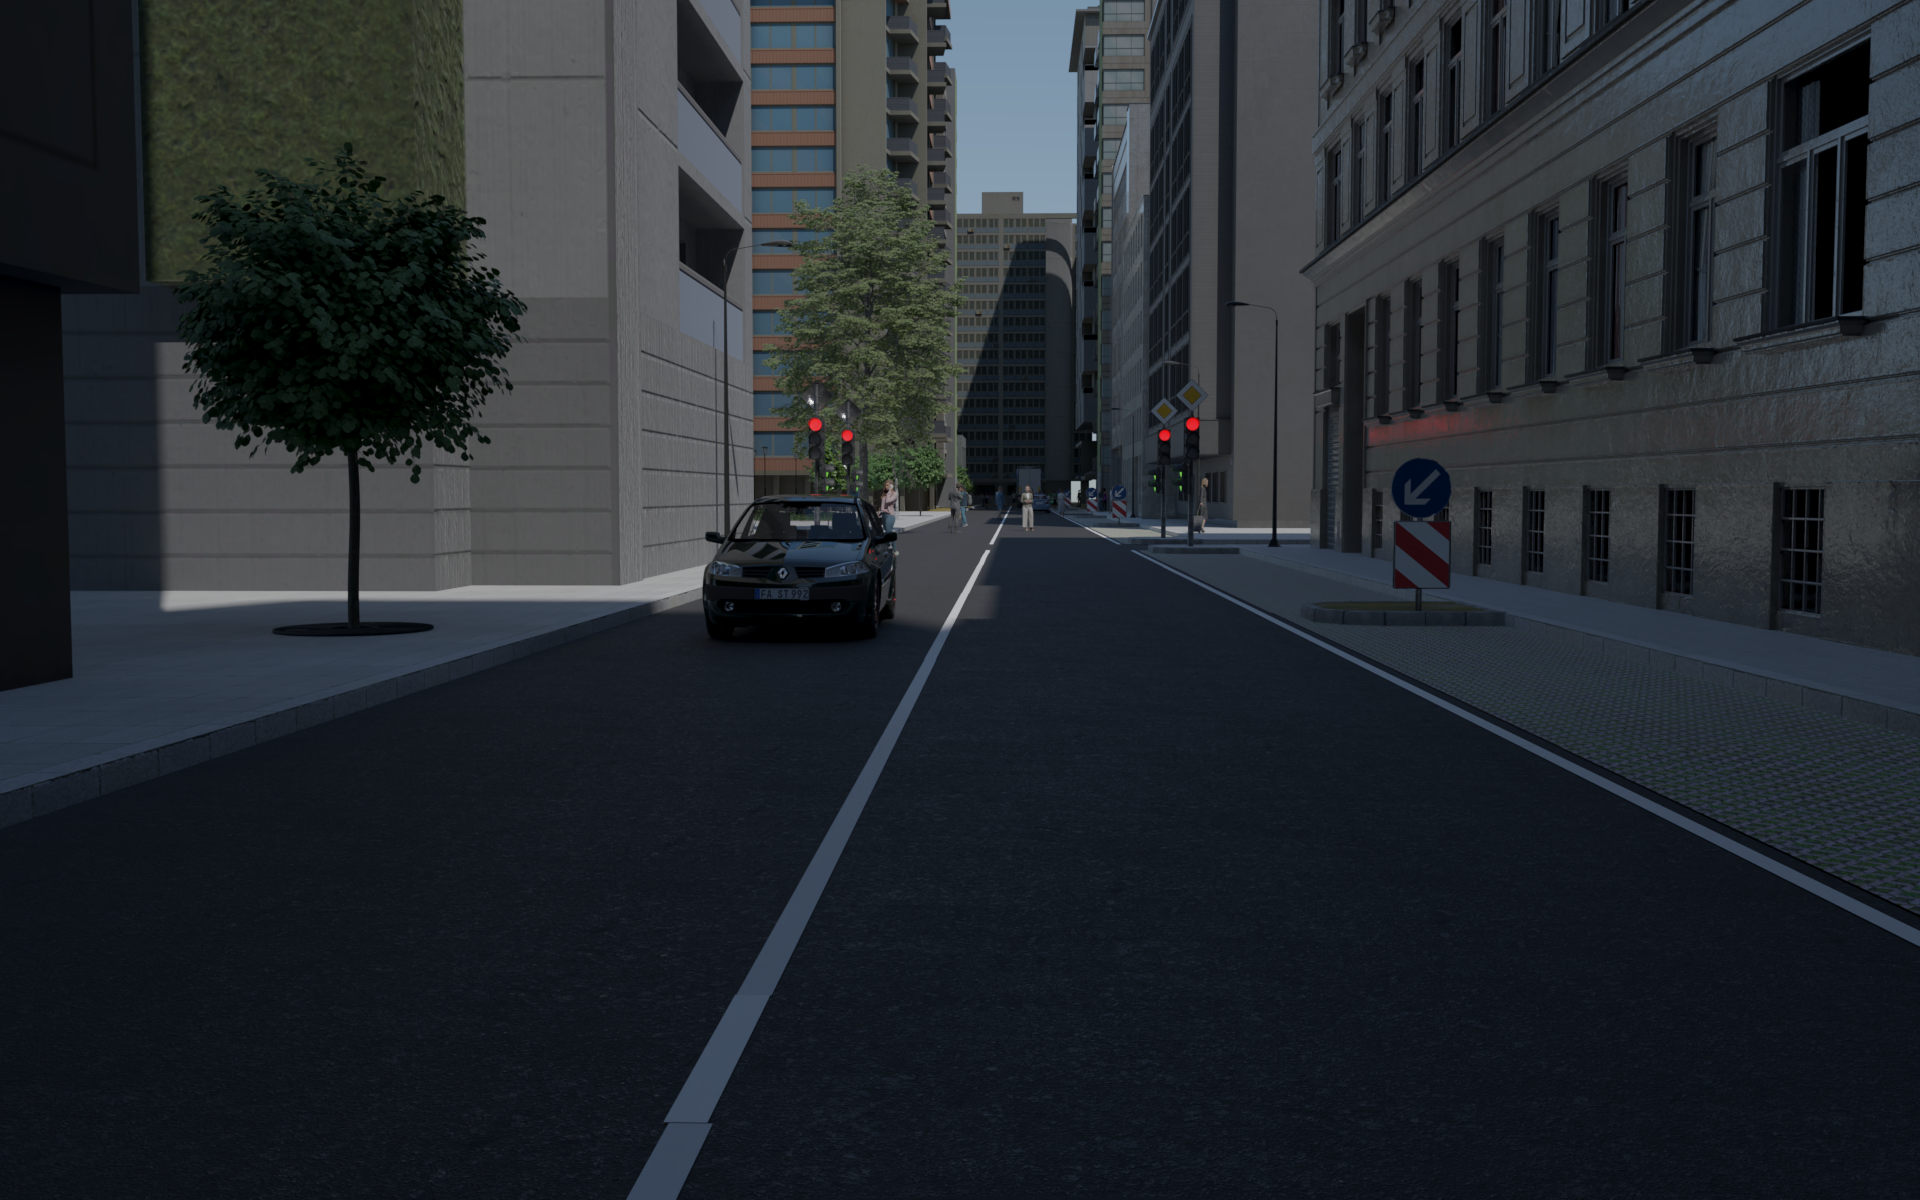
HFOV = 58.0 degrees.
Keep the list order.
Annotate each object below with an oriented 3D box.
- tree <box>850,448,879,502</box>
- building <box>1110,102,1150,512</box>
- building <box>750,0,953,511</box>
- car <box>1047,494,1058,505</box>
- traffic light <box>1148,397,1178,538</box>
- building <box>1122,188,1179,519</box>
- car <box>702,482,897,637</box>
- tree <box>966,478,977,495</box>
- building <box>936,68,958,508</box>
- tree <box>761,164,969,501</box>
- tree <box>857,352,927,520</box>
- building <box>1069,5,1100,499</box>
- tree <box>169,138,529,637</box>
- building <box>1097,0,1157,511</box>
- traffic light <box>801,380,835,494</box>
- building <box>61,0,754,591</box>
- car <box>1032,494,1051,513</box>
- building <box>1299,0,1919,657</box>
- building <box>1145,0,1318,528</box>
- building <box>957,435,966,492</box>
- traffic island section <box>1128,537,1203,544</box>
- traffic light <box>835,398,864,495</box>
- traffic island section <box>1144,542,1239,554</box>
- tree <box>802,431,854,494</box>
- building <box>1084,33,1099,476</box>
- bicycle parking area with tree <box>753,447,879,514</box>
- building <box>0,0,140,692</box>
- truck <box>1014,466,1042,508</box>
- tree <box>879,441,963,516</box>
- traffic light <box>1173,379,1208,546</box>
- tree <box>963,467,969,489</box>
[{"bbox_3d":[-4.644,-8.065,115.576,4.285,4.588,4.351,0,3,0],"label":"tree"},{"bbox_3d":[16.521,-18.143,114.664,12.078,24.808,19.932,0,4,2],"label":"building"},{"bbox_3d":[-11.943,-29.701,140.238,22.147,44.769,28.867,0,4,2],"label":"building"},{"bbox_3d":[10.591,-11.479,196.483,1.959,1.807,4.718,0,3,0],"label":"car"},{"bbox_3d":[5.912,-3.761,50.412,0.839,4.253,0.868,0,4,2],"label":"traffic light"},{"bbox_3d":[14.788,-14.785,96.485,10.420,20.320,16.860,0,4,2],"label":"building"},{"bbox_3d":[-1.637,-0.537,18.566,2.009,1.686,4.222,0,4,2],"label":"car"},{"bbox_3d":[1.020,-12.756,203.161,1.663,3.219,1.824,0,3,0],"label":"tree"},{"bbox_3d":[-7.533,-29.243,161.711,14.154,41.232,14.086,0,4,2],"label":"building"},{"bbox_3d":[-3.013,-8.674,59.942,7.486,12.596,7.792,0,3,0],"label":"tree"},{"bbox_3d":[-3.260,-8.334,86.619,4.360,8.622,3.978,0,3,0],"label":"tree"},{"bbox_3d":[26.366,-36.516,186.274,28.713,52.752,27.495,0,4,2],"label":"building"},{"bbox_3d":[-5.669,-1.978,16.059,4.285,4.588,4.351,0,3,0],"label":"tree"},{"bbox_3d":[17.802,-27.654,135.731,14.154,41.232,14.086,0,4,2],"label":"building"},{"bbox_3d":[-3.510,-3.290,42.718,0.839,4.253,0.868,0,4,2],"label":"traffic light"},{"bbox_3d":[-18.564,-29.933,31.408,28.212,58.520,21.231,0,4,2],"label":"building"},{"bbox_3d":[5.827,-7.185,129.484,2.014,1.417,4.499,0,3,0],"label":"car"},{"bbox_3d":[15.267,-11.837,26.814,16.112,22.955,30.059,0,4,2],"label":"building"},{"bbox_3d":[16.117,-17.266,75.803,14.314,27.812,24.014,0,4,2],"label":"building"},{"bbox_3d":[-15.190,-53.591,188.889,31.000,86.520,22.319,0,4,2],"label":"building"},{"bbox_3d":[5.952,-1.727,50.524,2.009,0.180,2.903,0,4,2],"label":"traffic island section"},{"bbox_3d":[-3.245,-3.778,50.699,0.839,4.253,0.868,0,4,2],"label":"traffic light"},{"bbox_3d":[5.686,-1.239,42.544,2.009,0.180,2.903,0,4,2],"label":"traffic island section"},{"bbox_3d":[-4.063,-3.604,53.522,1.663,3.219,1.824,0,3,0],"label":"tree"},{"bbox_3d":[23.625,-32.901,157.541,23.786,49.044,30.456,0,4,2],"label":"building"},{"bbox_3d":[-9.375,-7.171,104.247,8.231,4.147,9.016,2,4,27],"label":"bicycle parking area with tree"},{"bbox_3d":[-12.960,-21.659,4.238,14.600,45.320,14.200,0,4,2],"label":"building"},{"bbox_3d":[7.163,-11.777,181.459,2.839,4.237,11.283,0,4,1],"label":"truck"},{"bbox_3d":[-2.318,-7.156,100.715,4.285,4.588,4.351,0,3,0],"label":"tree"},{"bbox_3d":[5.647,-3.273,42.431,0.839,4.253,0.868,0,4,2],"label":"traffic light"},{"bbox_3d":[-0.556,-11.610,173.544,4.285,4.588,4.351,0,3,0],"label":"tree"}]
